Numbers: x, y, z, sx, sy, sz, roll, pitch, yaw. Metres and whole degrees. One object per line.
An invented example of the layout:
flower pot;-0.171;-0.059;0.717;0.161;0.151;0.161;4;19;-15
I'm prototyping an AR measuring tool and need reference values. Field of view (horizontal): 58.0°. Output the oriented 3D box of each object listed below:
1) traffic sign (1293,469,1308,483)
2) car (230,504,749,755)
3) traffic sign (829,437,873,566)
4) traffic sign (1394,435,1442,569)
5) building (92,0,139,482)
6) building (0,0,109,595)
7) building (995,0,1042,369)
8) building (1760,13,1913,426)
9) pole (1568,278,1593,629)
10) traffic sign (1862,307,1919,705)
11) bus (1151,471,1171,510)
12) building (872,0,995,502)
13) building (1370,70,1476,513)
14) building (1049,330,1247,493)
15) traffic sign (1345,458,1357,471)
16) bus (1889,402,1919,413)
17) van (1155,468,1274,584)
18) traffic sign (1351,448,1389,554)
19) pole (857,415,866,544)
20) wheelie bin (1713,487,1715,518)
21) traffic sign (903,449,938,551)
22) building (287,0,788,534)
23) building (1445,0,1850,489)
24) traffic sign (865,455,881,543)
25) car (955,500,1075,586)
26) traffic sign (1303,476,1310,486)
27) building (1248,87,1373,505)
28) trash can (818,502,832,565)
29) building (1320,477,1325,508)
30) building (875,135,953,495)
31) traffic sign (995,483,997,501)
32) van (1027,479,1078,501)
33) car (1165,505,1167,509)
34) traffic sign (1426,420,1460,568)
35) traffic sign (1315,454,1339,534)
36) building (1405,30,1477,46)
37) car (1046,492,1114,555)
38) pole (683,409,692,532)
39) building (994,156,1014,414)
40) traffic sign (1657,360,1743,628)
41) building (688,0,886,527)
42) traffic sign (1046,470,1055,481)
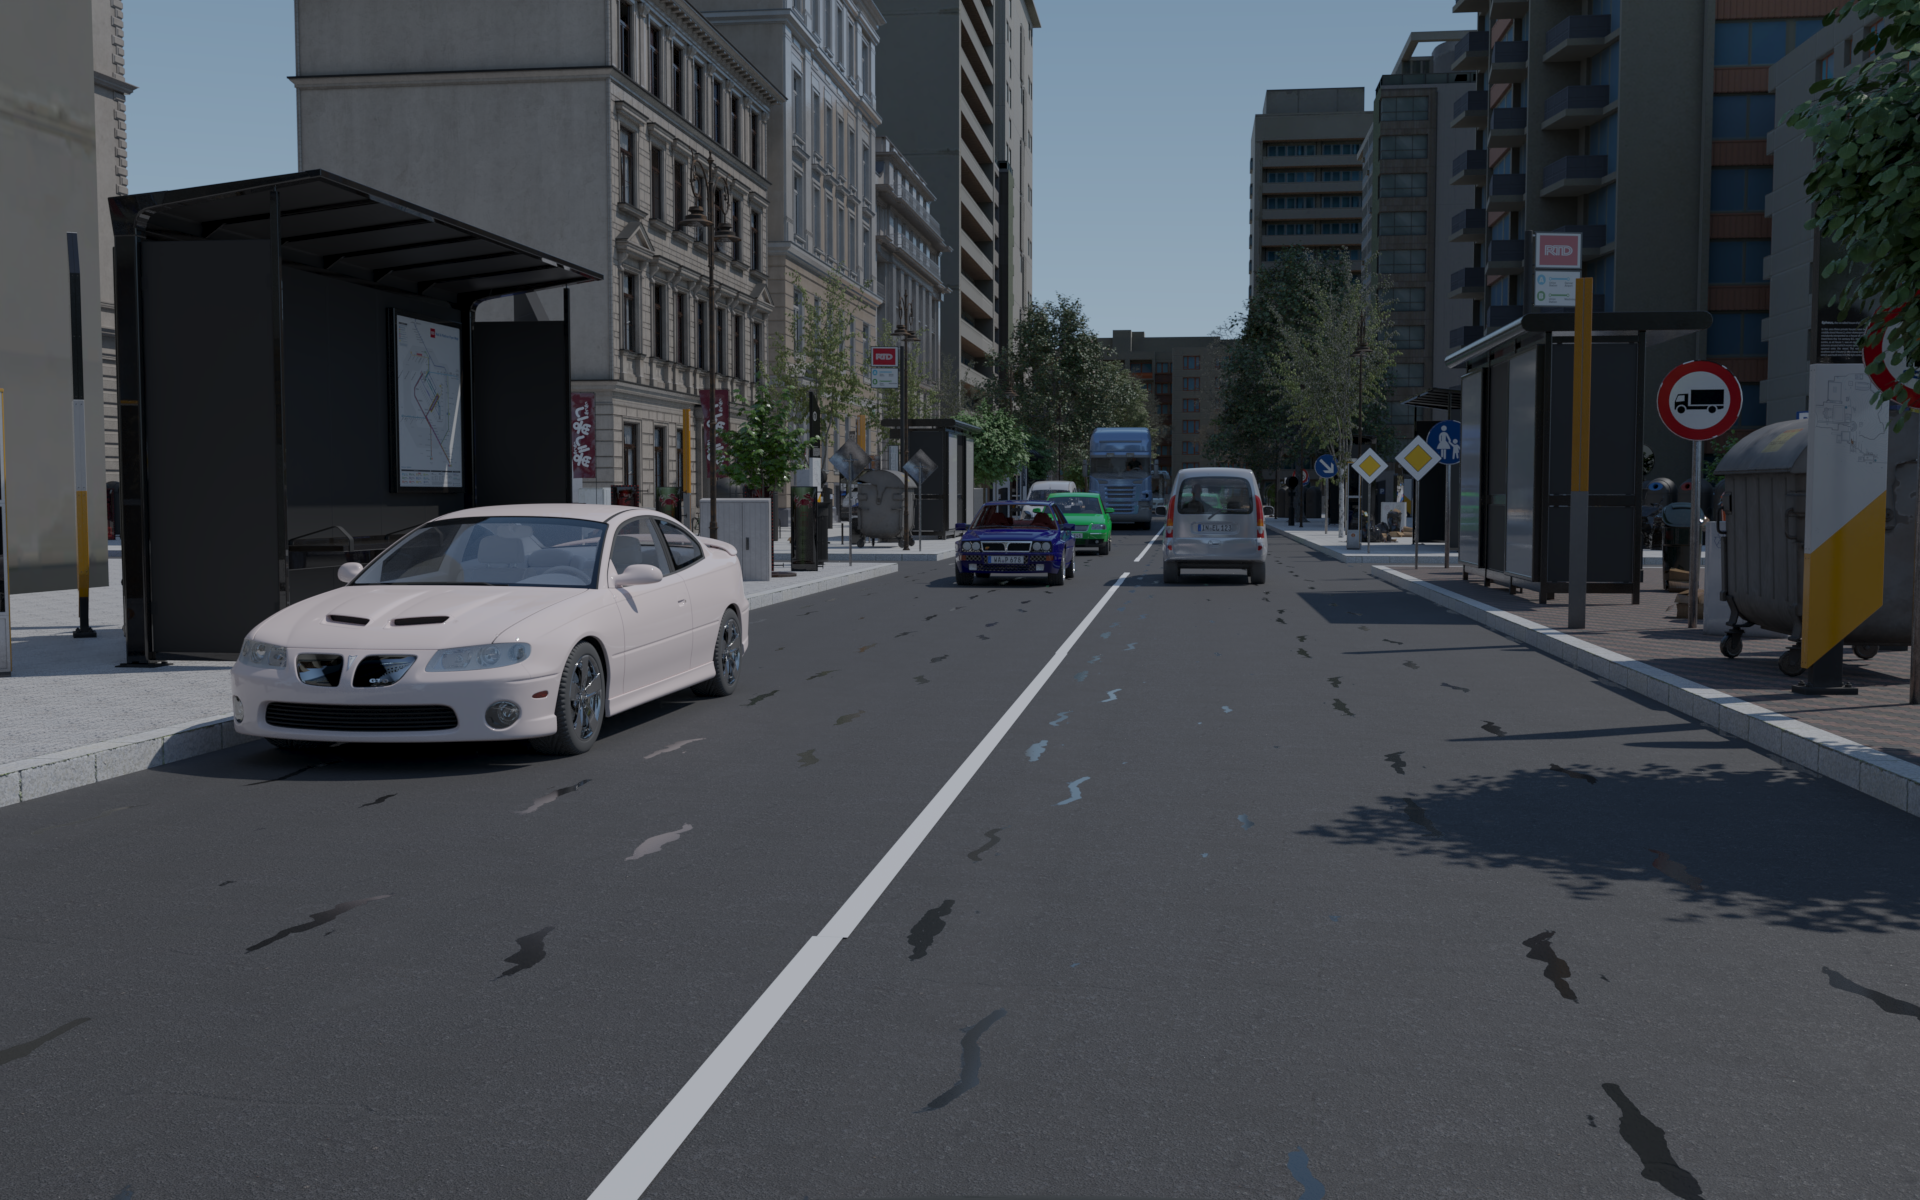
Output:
traffic sign;16.625;-5.168;84.607;0.768;2.556;0.104;1;4;17
car;-2.736;0.076;11.127;2.083;1.381;4.827;1;4;9
traffic sign;-1.943;-1.656;30.724;0.795;2.450;0.064;0;4;8
traffic sign;7.763;-1.576;29.415;0.795;2.450;0.064;0;4;8
building;-38.479;-13.893;56.033;19.941;23.489;11.050;0;4;8
building;-23.634;-23.836;13.426;21.600;48.544;21.300;0;4;8
building;-7.047;-35.464;169.072;27.495;52.752;28.713;0;4;8
building;45.245;-12.842;55.004;28.899;21.520;27.650;0;4;8
pole;5.902;-1.384;16.477;0.158;3.312;0.155;0;3;0
traffic sign;5.851;-0.637;10.514;0.768;2.556;0.104;1;4;13
bus;14.677;-8.470;133.337;2.948;3.499;13.247;1;4;9
building;-9.224;-30.770;126.796;21.300;48.544;21.600;0;4;8
building;35.905;-21.427;122.033;14.160;30.474;14.107;0;4;8
building;21.399;-22.847;218.587;28.899;21.520;27.650;0;4;8
traffic sign;14.045;-3.776;61.839;0.768;2.556;0.104;1;4;15
bus;23.206;-2.442;31.476;12.252;3.916;2.896;0;4;6
van;4.278;-1.352;29.121;2.013;2.044;4.112;0;4;8
traffic sign;8.818;-2.060;37.330;0.795;2.450;0.064;0;4;8
pole;-2.549;-3.116;44.792;0.158;3.312;0.155;0;3;0
wheelie bin;21.859;-2.557;49.717;0.693;1.594;0.980;3;5;40
traffic sign;-0.888;-2.141;38.640;0.795;2.450;0.064;0;4;8
building;-13.025;-11.787;57.351;10.561;19.102;19.286;0;4;8
building;36.305;-26.321;84.980;22.147;44.769;28.867;0;4;8
traffic sign;-2.356;-2.626;45.070;0.606;2.300;0.079;1;4;8
car;0.949;-0.970;28.441;1.945;1.354;3.894;0;4;7
traffic sign;20.699;-6.387;104.531;0.768;2.556;0.104;1;4;16
building;45.843;-35.862;210.053;21.600;48.544;21.300;0;4;8
trash can;-2.695;-1.209;31.415;0.748;1.137;0.748;0;3;0
building;50.935;-28.835;163.326;32.217;40.220;23.993;0;4;8
building;-8.603;-15.772;99.667;13.314;21.916;24.055;0;4;8
traffic sign;1.409;-4.146;67.787;0.884;2.594;0.081;1;4;15
van;2.840;-2.858;53.735;2.013;2.044;4.112;0;4;8
car;7.079;-2.635;51.878;1.959;1.807;4.718;0;4;8
traffic sign;8.412;-1.819;29.850;0.768;2.556;0.104;1;4;9
traffic sign;11.769;-3.394;55.598;0.768;2.556;0.104;1;4;16
building;47.331;-27.386;139.645;32.217;40.220;23.993;0;4;8
car;2.774;-2.039;42.128;1.959;1.807;4.718;0;4;6
pole;-6.559;-2.923;41.628;0.158;3.312;0.155;0;3;0
building;-3.166;-22.811;144.667;14.160;30.474;14.107;0;4;8
traffic sign;7.022;-1.004;16.526;0.768;2.556;0.104;1;4;11
building;-11.536;-17.786;76.697;13.634;28.700;20.117;0;4;8
traffic sign;4.327;-5.265;86.180;0.768;2.556;0.104;1;4;15
